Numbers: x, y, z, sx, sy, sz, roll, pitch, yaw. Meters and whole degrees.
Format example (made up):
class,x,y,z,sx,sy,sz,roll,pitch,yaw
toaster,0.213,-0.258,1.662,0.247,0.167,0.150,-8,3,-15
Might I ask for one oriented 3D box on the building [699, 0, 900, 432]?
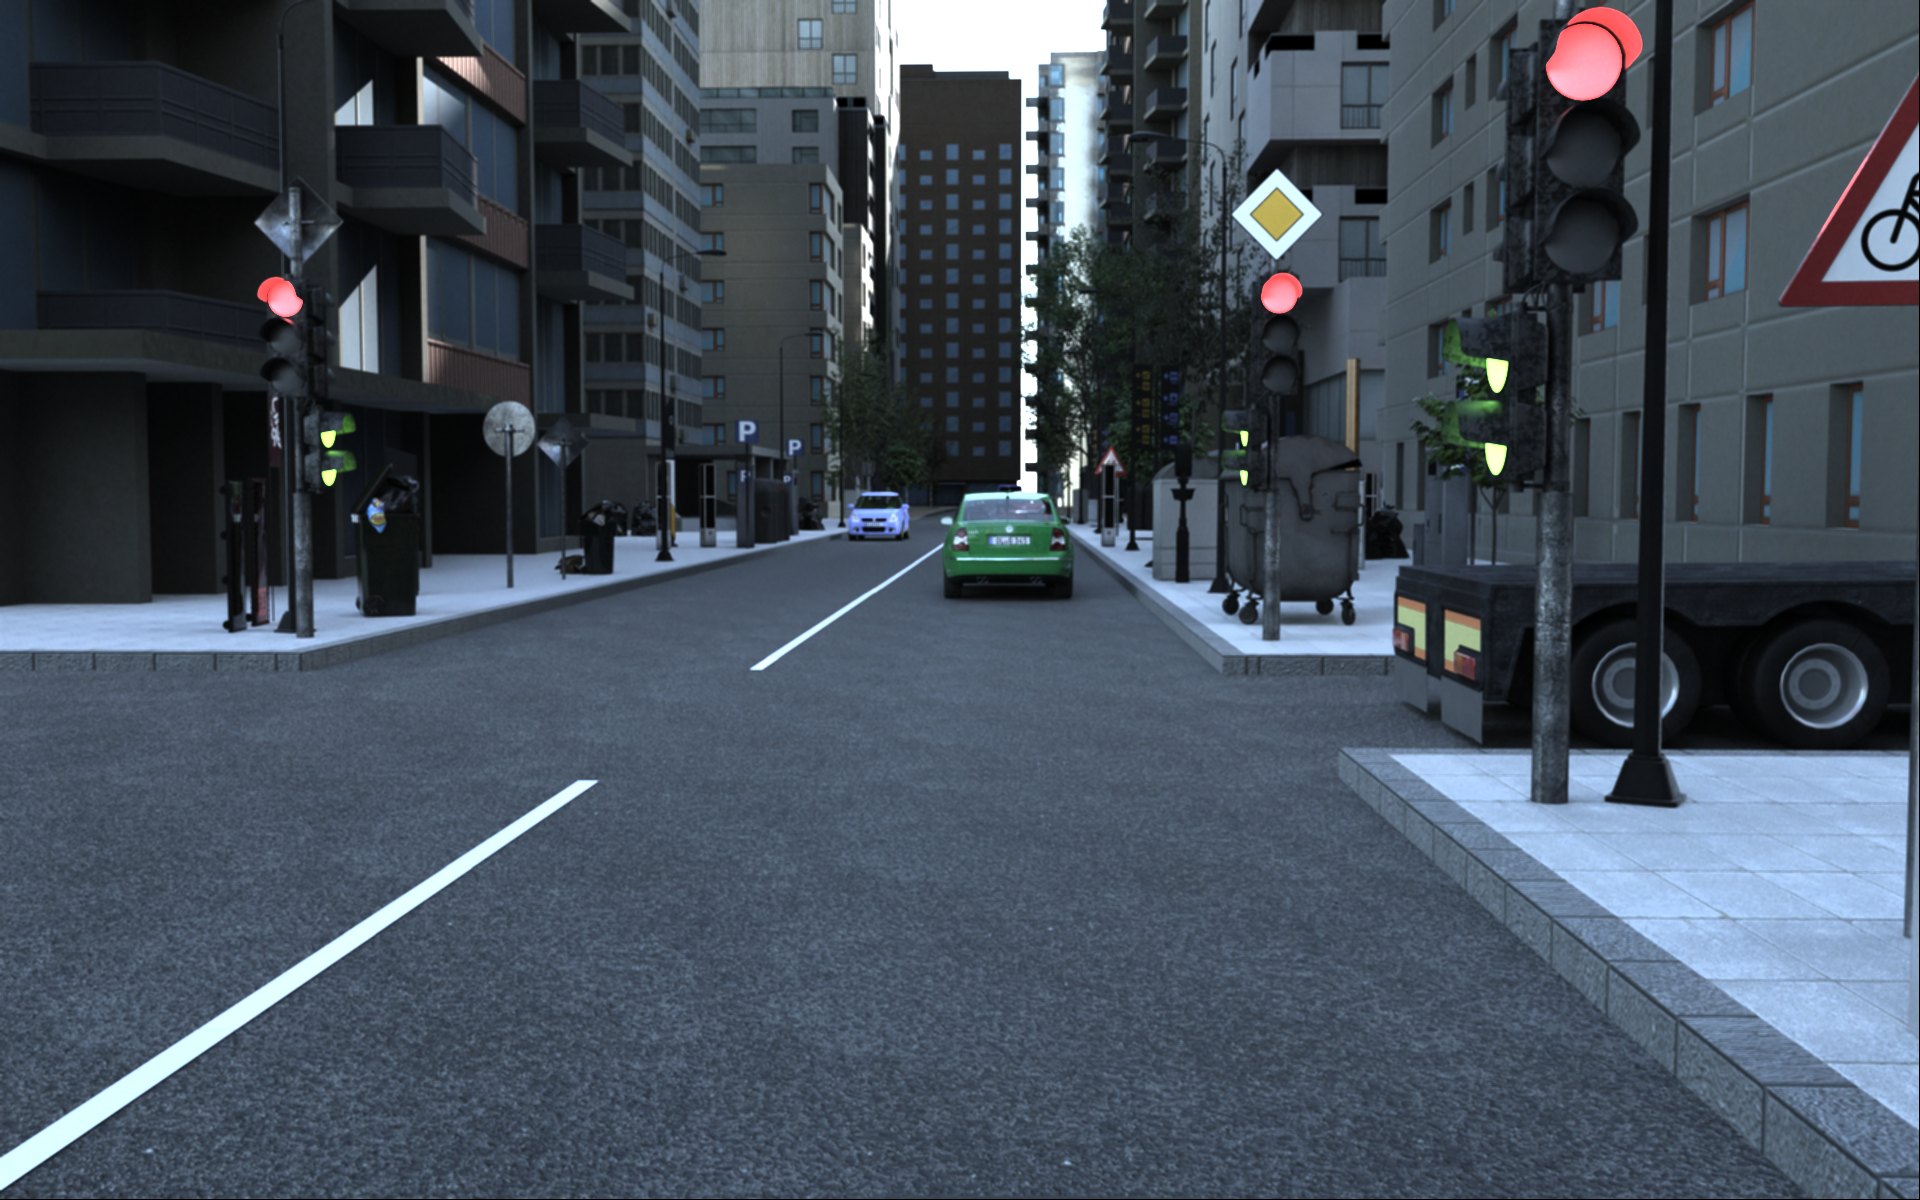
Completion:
class,x,y,z,sx,sy,sz,roll,pitch,yaw
building,-19.030,-34.229,148.884,27.495,52.752,28.713,0,4,2

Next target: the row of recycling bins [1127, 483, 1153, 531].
class,x,y,z,sx,sy,sz,roll,pitch,yaw
row of recycling bins,7.323,-3.289,60.896,3.534,1.692,1.069,3,5,44

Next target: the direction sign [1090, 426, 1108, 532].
class,x,y,z,sx,sy,sz,roll,pitch,yaw
direction sign,4.676,-4.053,58.266,0.876,3.537,0.379,-3,5,-44

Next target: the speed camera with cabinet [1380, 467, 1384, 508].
class,x,y,z,sx,sy,sz,roll,pitch,yaw
speed camera with cabinet,13.812,-3.746,55.586,0.660,3.252,2.038,1,4,13

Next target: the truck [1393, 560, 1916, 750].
class,x,y,z,sx,sy,sz,roll,pitch,yaw
truck,12.279,-1.248,10.163,18.799,4.110,2.967,0,4,3

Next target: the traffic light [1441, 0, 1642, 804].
class,x,y,z,sx,sy,sz,roll,pitch,yaw
traffic light,2.443,-1.113,7.119,0.839,4.253,0.868,0,4,2

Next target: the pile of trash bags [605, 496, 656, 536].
class,x,y,z,sx,sy,sz,roll,pitch,yaw
pile of trash bags,-10.787,-2.639,52.903,3.447,1.369,1.912,-1,4,-8

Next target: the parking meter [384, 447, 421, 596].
class,x,y,z,sx,sy,sz,roll,pitch,yaw
parking meter,-7.023,-0.986,21.828,0.399,1.863,0.255,-2,4,-31

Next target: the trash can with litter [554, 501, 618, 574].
class,x,y,z,sx,sy,sz,roll,pitch,yaw
trash can with litter,-6.018,-1.001,27.751,1.055,1.170,0.624,1,4,22

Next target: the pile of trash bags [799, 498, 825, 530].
class,x,y,z,sx,sy,sz,roll,pitch,yaw
pile of trash bags,-5.955,-3.214,62.299,1.912,1.369,3.447,-1,4,-12

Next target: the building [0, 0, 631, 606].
class,x,y,z,sx,sy,sz,roll,pitch,yaw
building,-18.757,-23.062,31.688,22.147,44.769,28.867,0,4,2

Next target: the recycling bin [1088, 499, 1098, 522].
class,x,y,z,sx,sy,sz,roll,pitch,yaw
recycling bin,6.470,-4.204,81.290,0.722,1.027,0.722,-2,4,-35

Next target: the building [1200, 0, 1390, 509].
class,x,y,z,sx,sy,sz,roll,pitch,yaw
building,24.775,-29.469,71.049,28.713,52.752,27.495,0,4,2

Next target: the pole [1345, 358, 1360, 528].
class,x,y,z,sx,sy,sz,roll,pitch,yaw
pole,5.930,-1.979,26.199,0.158,3.312,0.155,0,3,0

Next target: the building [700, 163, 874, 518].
class,x,y,z,sx,sy,sz,roll,pitch,yaw
building,-20.299,-15.941,105.671,27.650,21.520,28.899,0,4,2

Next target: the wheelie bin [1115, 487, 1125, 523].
class,x,y,z,sx,sy,sz,roll,pitch,yaw
wheelie bin,6.805,-4.202,76.615,0.980,1.594,0.693,-3,4,-38

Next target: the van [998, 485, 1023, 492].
class,x,y,z,sx,sy,sz,roll,pitch,yaw
van,3.478,-7.109,120.609,2.240,2.365,5.245,0,4,1

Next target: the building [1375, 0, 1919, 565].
class,x,y,z,sx,sy,sz,roll,pitch,yaw
building,24.465,-11.245,28.896,28.899,21.520,27.650,0,4,2

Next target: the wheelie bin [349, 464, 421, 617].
class,x,y,z,sx,sy,sz,roll,pitch,yaw
wheelie bin,-6.070,-0.639,18.350,0.693,1.594,0.980,-2,4,-25

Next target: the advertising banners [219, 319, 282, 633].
class,x,y,z,sx,sy,sz,roll,pitch,yaw
advertising banners,-6.852,-1.264,16.851,0.090,3.025,2.074,0,4,-7

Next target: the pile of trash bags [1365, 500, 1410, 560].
class,x,y,z,sx,sy,sz,roll,pitch,yaw
pile of trash bags,7.569,-1.571,35.443,1.912,1.369,3.447,-2,4,-28

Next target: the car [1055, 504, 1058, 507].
class,x,y,z,sx,sy,sz,roll,pitch,yaw
car,2.270,-3.090,59.559,2.155,1.783,4.494,0,4,4

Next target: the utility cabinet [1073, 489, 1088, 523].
class,x,y,z,sx,sy,sz,roll,pitch,yaw
utility cabinet,5.251,-4.094,75.623,0.318,1.500,1.173,2,4,24

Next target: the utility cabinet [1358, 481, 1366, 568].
class,x,y,z,sx,sy,sz,roll,pitch,yaw
utility cabinet,6.338,-1.286,29.708,1.173,1.500,0.318,1,4,21

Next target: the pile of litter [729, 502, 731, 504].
class,x,y,z,sx,sy,sz,roll,pitch,yaw
pile of litter,-12.105,-4.589,89.000,1.176,0.858,1.719,0,4,-4

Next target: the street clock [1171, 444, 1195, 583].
class,x,y,z,sx,sy,sz,roll,pitch,yaw
street clock,3.222,-1.252,25.034,0.358,2.002,0.471,0,4,4

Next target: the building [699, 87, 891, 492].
class,x,y,z,sx,sy,sz,roll,pitch,yaw
building,-12.567,-21.707,126.610,14.160,30.474,14.107,0,4,2

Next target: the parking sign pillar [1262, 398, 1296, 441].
class,x,y,z,sx,sy,sz,roll,pitch,yaw
parking sign pillar,7.557,-3.248,41.569,1.447,3.967,1.447,-1,4,-15

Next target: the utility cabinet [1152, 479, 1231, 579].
class,x,y,z,sx,sy,sz,roll,pitch,yaw
utility cabinet,3.475,-1.055,25.924,1.173,1.500,0.318,-1,4,-19

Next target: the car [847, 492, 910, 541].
class,x,y,z,sx,sy,sz,roll,pitch,yaw
car,-2.533,-2.746,54.488,1.945,1.707,3.694,0,4,3

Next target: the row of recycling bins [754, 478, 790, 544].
class,x,y,z,sx,sy,sz,roll,pitch,yaw
row of recycling bins,-5.214,-2.408,46.477,1.069,1.692,3.534,0,4,2

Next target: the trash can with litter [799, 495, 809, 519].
class,x,y,z,sx,sy,sz,roll,pitch,yaw
trash can with litter,-8.228,-4.642,86.949,2.233,1.210,1.678,-1,4,-20

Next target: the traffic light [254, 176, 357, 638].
class,x,y,z,sx,sy,sz,roll,pitch,yaw
traffic light,-5.841,-1.618,15.375,0.839,4.253,0.868,0,4,2

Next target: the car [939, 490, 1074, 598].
class,x,y,z,sx,sy,sz,roll,pitch,yaw
car,0.667,-1.001,25.160,1.959,1.807,4.718,0,4,0

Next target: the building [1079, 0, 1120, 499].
class,x,y,z,sx,sy,sz,roll,pitch,yaw
building,21.171,-43.607,151.227,20.563,71.187,20.611,0,4,2

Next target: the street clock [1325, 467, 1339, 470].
class,x,y,z,sx,sy,sz,roll,pitch,yaw
street clock,9.853,-2.537,46.044,0.471,2.002,0.358,-2,4,-28

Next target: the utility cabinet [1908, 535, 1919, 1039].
class,x,y,z,sx,sy,sz,roll,pitch,yaw
utility cabinet,2.351,0.463,3.599,0.306,1.237,1.020,0,4,7

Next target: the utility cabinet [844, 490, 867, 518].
class,x,y,z,sx,sy,sz,roll,pitch,yaw
utility cabinet,-5.445,-5.018,90.715,1.173,1.500,0.318,0,4,8

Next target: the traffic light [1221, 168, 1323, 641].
class,x,y,z,sx,sy,sz,roll,pitch,yaw
traffic light,2.716,-1.601,15.099,0.839,4.253,0.868,0,4,2

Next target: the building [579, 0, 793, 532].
class,x,y,z,sx,sy,sz,roll,pitch,yaw
building,-23.278,-22.904,66.366,32.217,40.220,23.993,0,4,2

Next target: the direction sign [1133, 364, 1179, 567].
class,x,y,z,sx,sy,sz,roll,pitch,yaw
direction sign,3.440,-2.349,30.402,0.876,3.537,0.379,-1,4,-20
